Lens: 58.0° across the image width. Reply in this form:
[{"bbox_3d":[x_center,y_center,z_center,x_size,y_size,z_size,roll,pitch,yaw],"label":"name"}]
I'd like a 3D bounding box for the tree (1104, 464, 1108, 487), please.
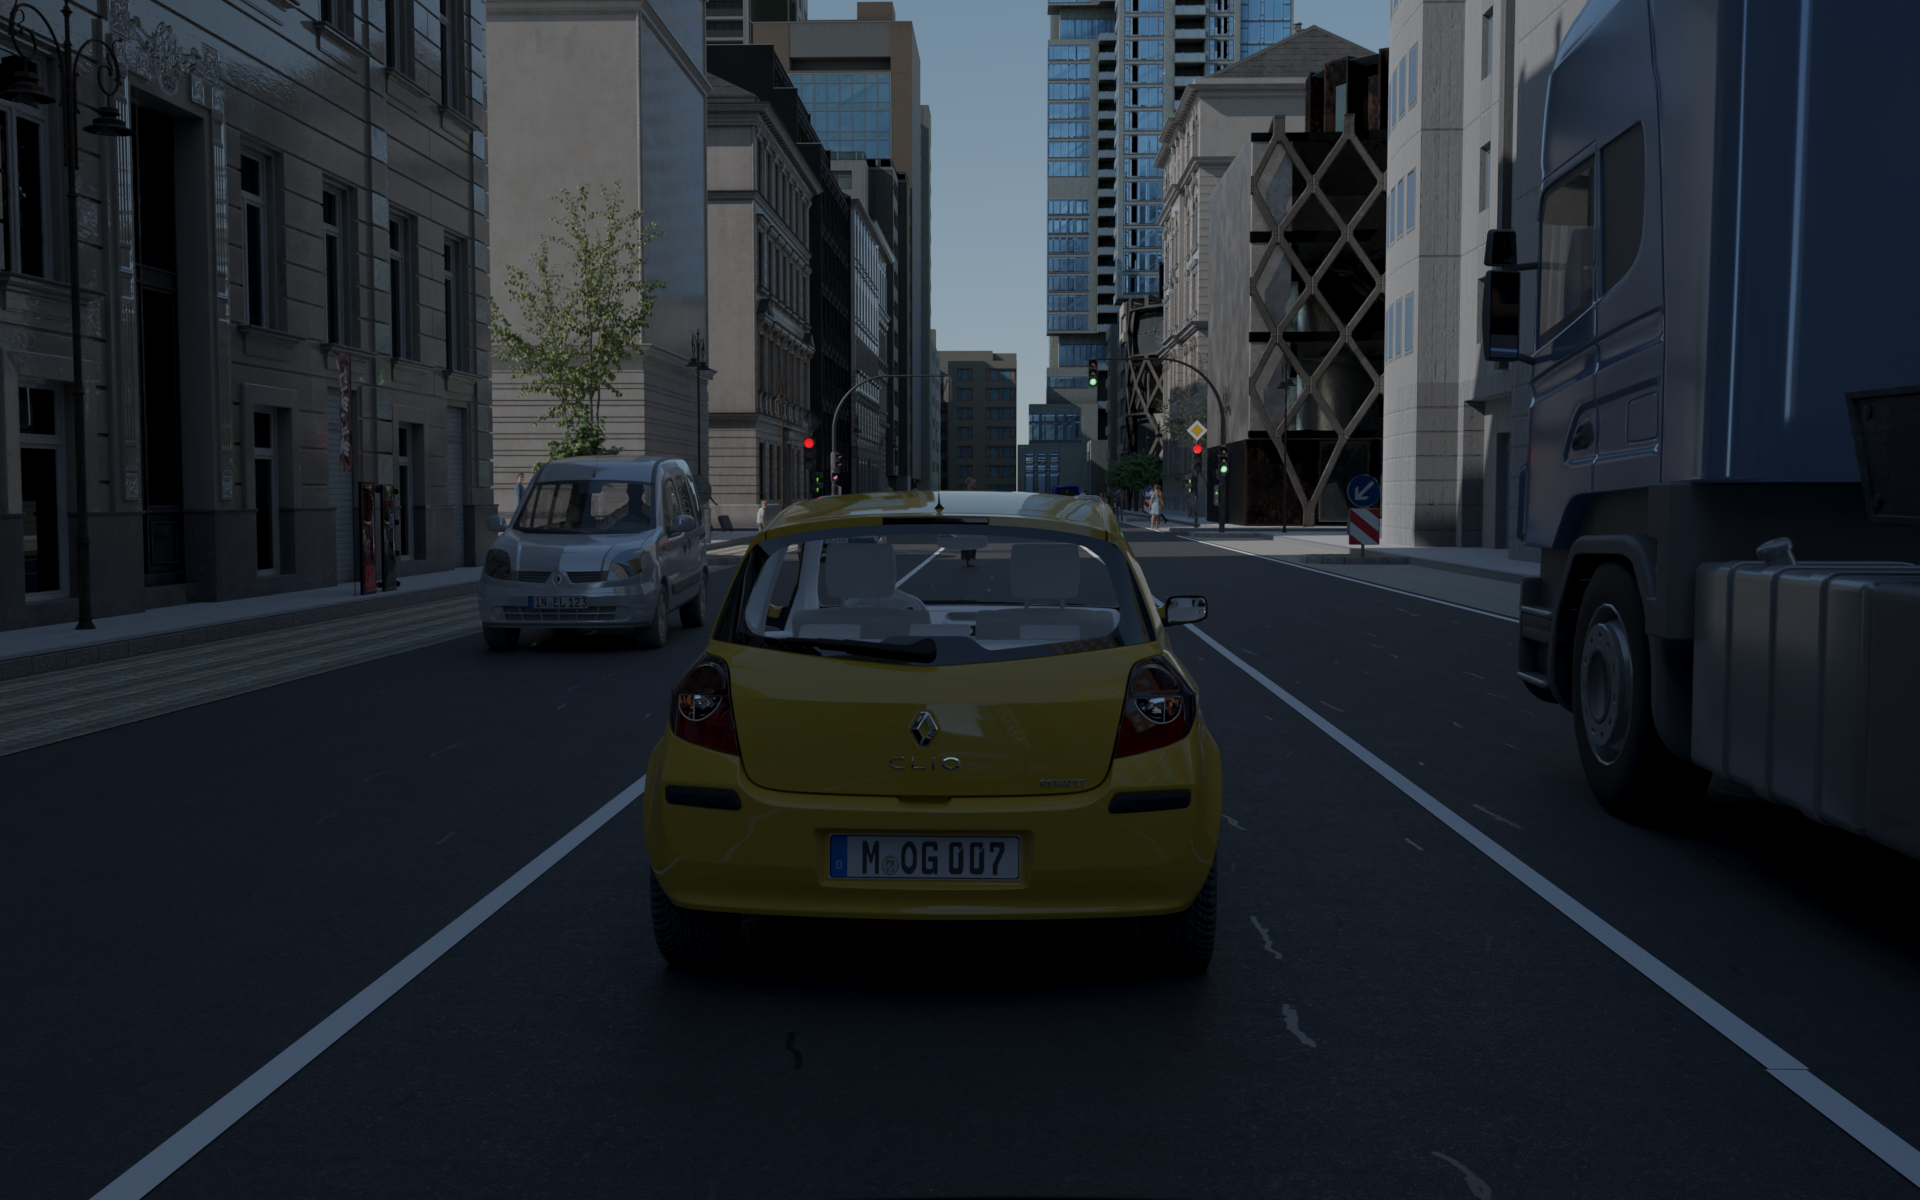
[{"bbox_3d":[13.889,-9.962,146.596,4.285,4.588,4.351,0,3,0],"label":"tree"}]

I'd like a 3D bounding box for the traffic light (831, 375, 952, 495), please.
[{"bbox_3d":[-2.692,-5.597,66.176,4.771,5.953,1.251,0,4,2],"label":"traffic light"}]

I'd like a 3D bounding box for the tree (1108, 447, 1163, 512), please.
[{"bbox_3d":[12.869,-8.444,121.772,4.285,4.588,4.351,0,3,0],"label":"tree"}]

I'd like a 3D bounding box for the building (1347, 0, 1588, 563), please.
[{"bbox_3d":[21.586,-30.580,41.981,21.231,58.520,28.212,0,4,2],"label":"building"}]

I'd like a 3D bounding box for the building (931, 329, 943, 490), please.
[{"bbox_3d":[-17.299,-21.973,204.302,28.899,21.520,27.650,0,4,2],"label":"building"}]

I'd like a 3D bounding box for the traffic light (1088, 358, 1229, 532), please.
[{"bbox_3d":[6.637,-5.081,57.747,4.771,5.953,1.251,0,4,2],"label":"traffic light"}]

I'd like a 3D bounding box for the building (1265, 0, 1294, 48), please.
[{"bbox_3d":[26.623,-54.205,198.928,22.319,86.520,31.000,0,4,2],"label":"building"}]

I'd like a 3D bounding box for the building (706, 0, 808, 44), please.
[{"bbox_3d":[-31.908,-48.754,235.375,20.611,71.187,20.563,0,4,2],"label":"building"}]

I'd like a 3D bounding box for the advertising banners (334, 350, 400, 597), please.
[{"bbox_3d":[-7.562,-1.585,22.096,0.090,3.025,2.074,0,4,1],"label":"advertising banners"}]

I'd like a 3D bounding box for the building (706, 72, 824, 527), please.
[{"bbox_3d":[-12.282,-12.954,76.426,10.561,19.102,19.286,0,4,2],"label":"building"}]

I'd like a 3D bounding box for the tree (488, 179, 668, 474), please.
[{"bbox_3d":[-8.795,-5.495,40.210,4.737,8.622,4.395,0,3,0],"label":"tree"}]

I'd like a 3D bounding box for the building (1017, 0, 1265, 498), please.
[{"bbox_3d":[23.303,-56.288,232.978,31.000,86.520,22.319,0,4,2],"label":"building"}]

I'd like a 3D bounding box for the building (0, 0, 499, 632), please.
[{"bbox_3d":[-14.440,-13.559,18.953,12.463,27.353,25.104,0,4,2],"label":"building"}]

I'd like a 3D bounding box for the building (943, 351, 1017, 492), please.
[{"bbox_3d":[-6.665,-24.088,238.879,28.899,21.520,27.650,0,4,2],"label":"building"}]

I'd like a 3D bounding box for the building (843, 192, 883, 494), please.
[{"bbox_3d":[-10.476,-16.008,110.875,9.793,20.994,18.267,0,4,2],"label":"building"}]

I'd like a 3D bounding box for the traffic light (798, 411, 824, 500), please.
[{"bbox_3d":[-5.025,-4.239,58.222,0.839,4.253,0.868,0,4,2],"label":"traffic light"}]

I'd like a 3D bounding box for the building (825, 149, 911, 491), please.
[{"bbox_3d":[-11.676,-23.071,148.909,14.160,30.474,14.107,0,4,2],"label":"building"}]

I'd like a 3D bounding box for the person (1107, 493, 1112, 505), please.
[{"bbox_3d":[14.068,-9.421,163.339,0.557,1.426,1.065,-1,4,-23],"label":"person"}]

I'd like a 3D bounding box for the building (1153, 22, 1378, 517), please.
[{"bbox_3d":[19.580,-19.492,106.077,14.401,28.519,23.554,0,4,2],"label":"building"}]

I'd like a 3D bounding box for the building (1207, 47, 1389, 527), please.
[{"bbox_3d":[19.837,-12.586,73.230,16.811,18.784,16.820,0,4,2],"label":"building"}]

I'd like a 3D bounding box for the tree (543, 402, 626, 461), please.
[{"bbox_3d":[-7.759,-2.564,36.528,1.663,3.219,1.824,0,3,0],"label":"tree"}]

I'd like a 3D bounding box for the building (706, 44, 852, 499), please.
[{"bbox_3d":[-12.775,-16.157,93.845,12.332,23.373,15.834,0,4,2],"label":"building"}]

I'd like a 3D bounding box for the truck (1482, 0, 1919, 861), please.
[{"bbox_3d":[3.652,-0.658,0.521,2.967,4.110,18.799,0,4,3],"label":"truck"}]

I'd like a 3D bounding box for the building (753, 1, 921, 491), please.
[{"bbox_3d":[-10.954,-31.343,162.568,14.600,45.320,14.200,0,4,2],"label":"building"}]

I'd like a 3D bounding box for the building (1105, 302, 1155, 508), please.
[{"bbox_3d":[28.980,-19.901,170.424,27.650,21.520,28.899,0,4,2],"label":"building"}]

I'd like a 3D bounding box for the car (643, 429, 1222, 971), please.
[{"bbox_3d":[-0.005,0.218,6.662,2.015,1.641,3.980,0,4,3],"label":"car"}]

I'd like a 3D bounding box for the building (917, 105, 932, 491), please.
[{"bbox_3d":[-10.263,-30.176,176.976,14.154,41.232,14.086,0,4,2],"label":"building"}]

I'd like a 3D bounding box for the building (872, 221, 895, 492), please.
[{"bbox_3d":[-11.008,-18.411,129.892,11.050,23.489,19.941,0,4,2],"label":"building"}]

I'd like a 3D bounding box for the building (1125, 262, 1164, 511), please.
[{"bbox_3d":[21.011,-16.185,132.073,16.820,18.784,16.811,0,4,2],"label":"building"}]

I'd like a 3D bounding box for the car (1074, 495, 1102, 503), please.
[{"bbox_3d":[6.365,-4.605,87.649,2.083,1.381,4.827,0,4,0],"label":"car"}]

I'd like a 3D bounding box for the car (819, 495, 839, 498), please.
[{"bbox_3d":[-2.589,-1.636,38.746,2.014,1.417,4.499,0,4,1],"label":"car"}]

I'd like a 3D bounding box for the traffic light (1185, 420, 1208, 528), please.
[{"bbox_3d":[8.970,-4.703,65.807,0.839,4.253,0.868,0,4,2],"label":"traffic light"}]

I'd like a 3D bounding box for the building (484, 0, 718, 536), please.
[{"bbox_3d":[-18.246,-13.198,51.942,21.152,22.565,11.583,0,4,2],"label":"building"}]

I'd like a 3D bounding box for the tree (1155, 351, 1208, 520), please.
[{"bbox_3d":[12.144,-8.316,86.326,4.360,8.622,3.978,0,3,0],"label":"tree"}]
